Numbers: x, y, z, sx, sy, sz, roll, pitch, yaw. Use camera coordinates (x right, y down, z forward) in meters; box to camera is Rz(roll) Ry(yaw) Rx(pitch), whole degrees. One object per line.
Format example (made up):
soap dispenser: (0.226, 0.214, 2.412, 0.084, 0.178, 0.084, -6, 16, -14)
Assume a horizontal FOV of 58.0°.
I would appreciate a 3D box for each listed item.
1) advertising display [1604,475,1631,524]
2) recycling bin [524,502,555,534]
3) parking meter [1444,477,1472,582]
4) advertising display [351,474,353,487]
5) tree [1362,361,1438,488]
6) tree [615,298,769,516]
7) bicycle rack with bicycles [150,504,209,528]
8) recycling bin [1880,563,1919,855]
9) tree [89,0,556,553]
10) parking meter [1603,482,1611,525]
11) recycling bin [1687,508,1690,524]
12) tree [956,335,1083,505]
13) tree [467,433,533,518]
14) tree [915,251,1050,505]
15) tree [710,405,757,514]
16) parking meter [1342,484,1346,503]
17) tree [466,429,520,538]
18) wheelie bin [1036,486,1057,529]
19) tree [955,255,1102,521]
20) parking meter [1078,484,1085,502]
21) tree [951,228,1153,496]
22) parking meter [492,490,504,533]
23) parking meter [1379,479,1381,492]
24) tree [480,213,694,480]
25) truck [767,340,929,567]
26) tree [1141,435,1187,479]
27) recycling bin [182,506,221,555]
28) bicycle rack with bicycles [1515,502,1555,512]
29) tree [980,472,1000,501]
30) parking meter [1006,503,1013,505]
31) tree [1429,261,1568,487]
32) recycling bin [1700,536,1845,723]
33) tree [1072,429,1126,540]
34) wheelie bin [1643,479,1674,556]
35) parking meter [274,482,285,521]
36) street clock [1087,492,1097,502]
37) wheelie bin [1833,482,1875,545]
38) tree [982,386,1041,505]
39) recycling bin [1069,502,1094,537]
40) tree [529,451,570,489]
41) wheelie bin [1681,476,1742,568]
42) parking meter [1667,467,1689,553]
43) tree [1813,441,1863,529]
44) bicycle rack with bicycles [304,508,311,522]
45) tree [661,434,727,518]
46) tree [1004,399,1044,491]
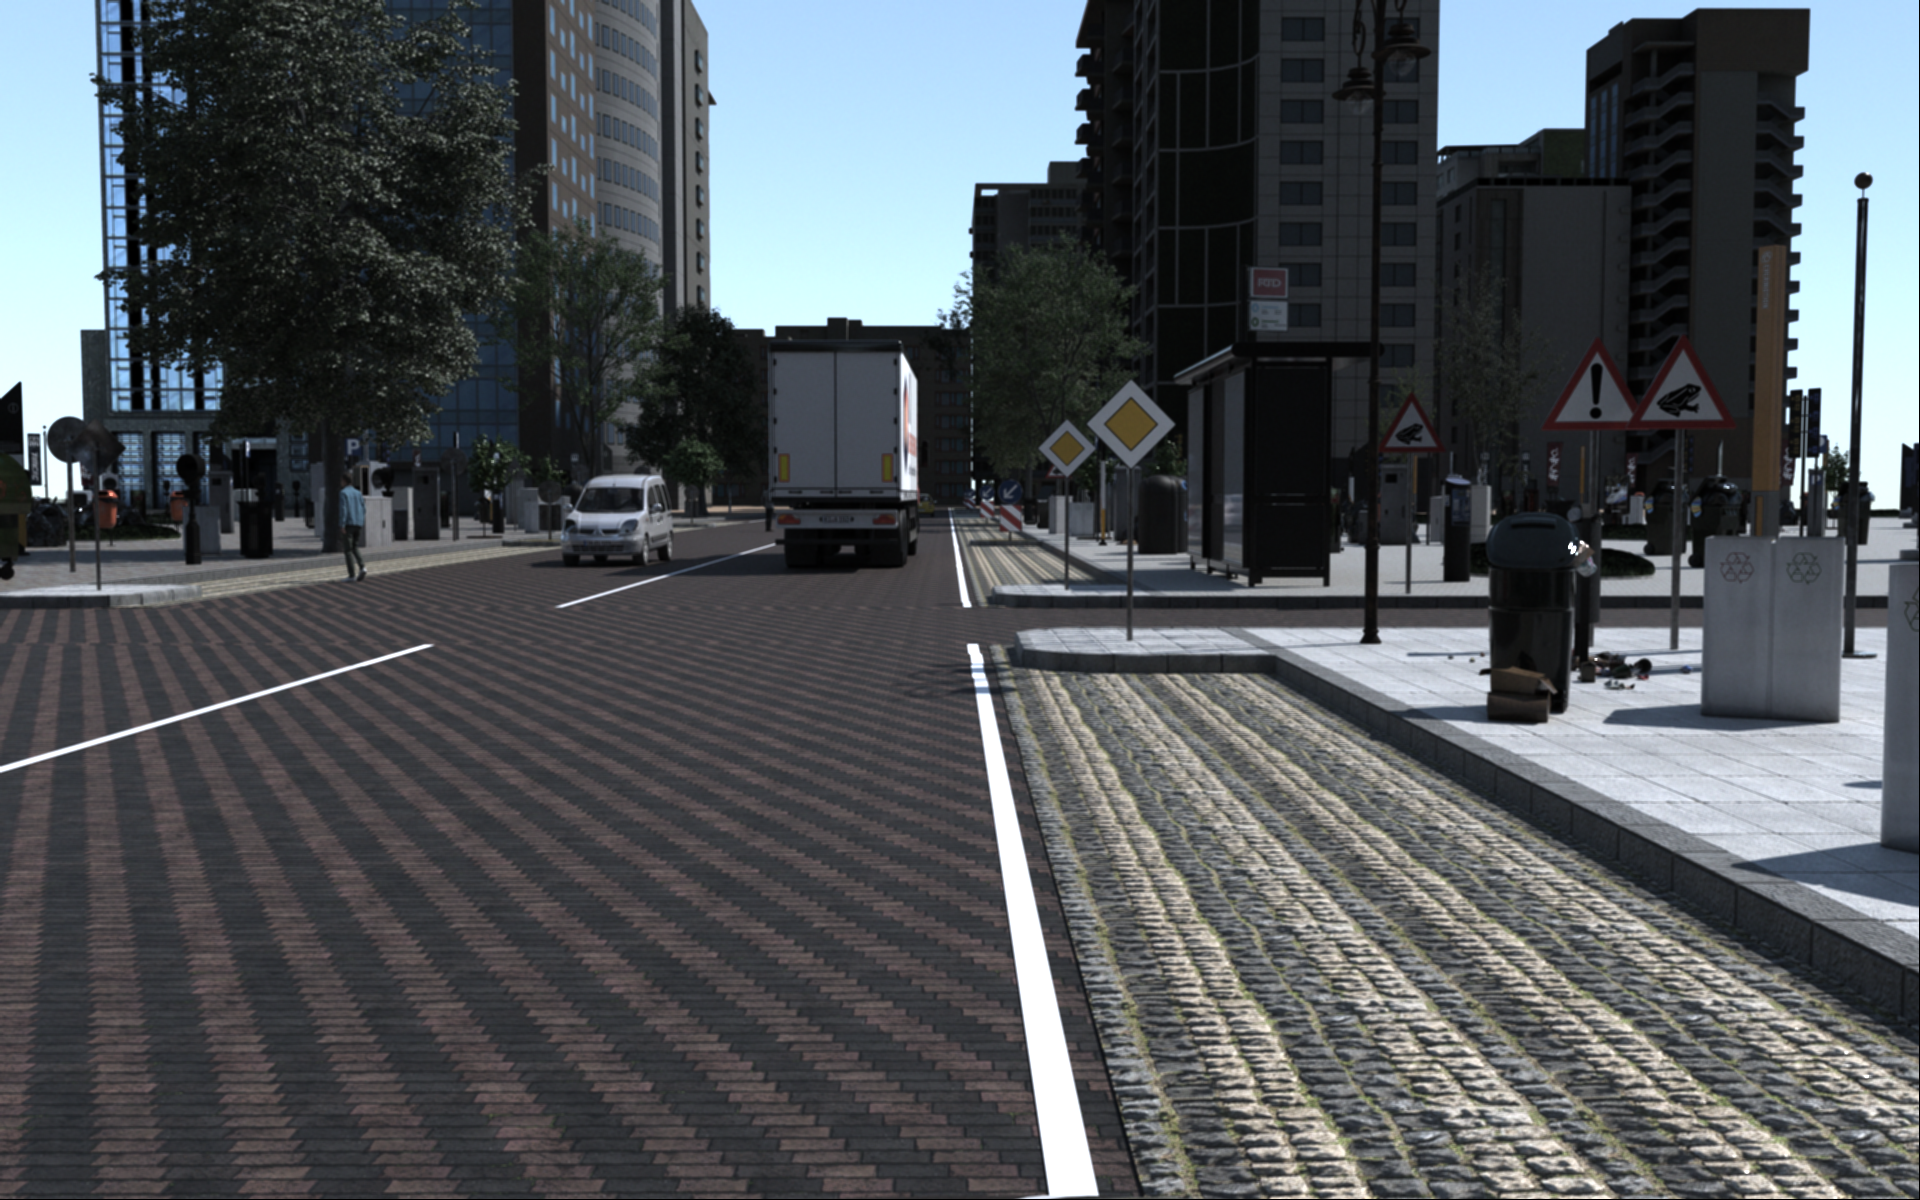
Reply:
advertising display: (21.997, -3.227, 57.977, 0.123, 1.923, 0.974, -2, 4, -28)
recycling bin: (-13.743, -2.697, 56.647, 0.722, 1.027, 0.722, 3, 5, 39)
parking meter: (7.303, -1.040, 25.421, 0.372, 1.533, 0.369, 0, 3, 0)
advertising display: (-17.399, -2.789, 50.820, 0.974, 1.923, 0.123, 1, 4, 19)
tree: (24.549, -8.910, 96.048, 4.737, 8.622, 4.395, 0, 3, 0)
tree: (-15.275, -11.284, 101.509, 9.611, 12.733, 9.660, 0, 3, 0)
bicycle rack with bicycles: (-29.086, -3.190, 65.535, 2.852, 0.926, 2.925, 0, 4, 5)
recycling bin: (3.818, 0.392, 6.140, 0.722, 1.027, 0.722, -2, 4, -28)
tree: (-13.612, -8.000, 37.454, 9.857, 13.997, 8.962, 0, 3, 0)
parking meter: (26.435, -3.971, 70.635, 0.255, 1.863, 0.399, 0, 4, 4)
recycling bin: (22.453, -2.427, 52.240, 0.722, 1.027, 0.722, 0, 4, -6)
tree: (3.352, -9.719, 93.313, 7.601, 10.594, 8.767, 0, 4, -2)
tree: (-24.760, -6.688, 93.059, 4.285, 4.588, 4.351, 0, 3, 0)
tree: (2.547, -17.261, 138.102, 12.611, 20.169, 13.585, 0, 3, 0)
tree: (-15.108, -9.978, 113.508, 4.737, 8.622, 4.395, 0, 3, 0)
parking meter: (20.142, -5.167, 90.188, 0.399, 1.863, 0.255, -1, 4, -14)
tree: (-13.934, -3.415, 50.437, 1.663, 3.219, 1.824, 0, 3, 0)
wheelie bin: (3.261, -3.443, 64.197, 0.693, 1.594, 0.980, -3, 5, -42)
tree: (3.480, -10.035, 82.194, 7.486, 12.596, 7.792, 0, 3, 0)
parking meter: (5.438, -4.383, 77.369, 0.255, 1.863, 0.399, 0, 4, -3)
tree: (3.809, -8.782, 69.343, 9.928, 11.665, 9.643, 0, 3, 0)
parking meter: (-15.098, -2.948, 56.608, 0.372, 1.533, 0.369, 0, 3, 0)
parking meter: (14.833, -3.353, 60.538, 0.255, 1.863, 0.399, -1, 4, -15)
tree: (-14.181, -8.561, 65.721, 9.928, 11.665, 9.643, 0, 3, 0)
truck: (-2.215, -2.951, 37.171, 2.839, 4.237, 11.283, 0, 4, 1)
tree: (6.493, -3.716, 55.362, 1.663, 3.219, 1.824, 0, 3, 0)
recycling bin: (-16.083, -1.479, 36.730, 0.722, 1.027, 0.722, -2, 4, -24)
bicycle rack with bicycles: (31.430, -4.995, 95.047, 2.852, 0.926, 2.925, -2, 4, -31)
tree: (2.407, -9.527, 150.365, 1.663, 3.219, 1.824, 0, 3, 0)
parking meter: (2.503, -4.877, 88.154, 0.372, 1.533, 0.369, 0, 3, 0)
tree: (16.556, -6.371, 54.528, 4.360, 8.622, 3.978, 0, 3, 0)
recycling bin: (4.759, 0.148, 10.133, 0.722, 1.027, 0.722, 2, 4, 27)
tree: (3.725, -3.338, 49.176, 1.663, 3.219, 1.824, 0, 3, 0)
wheelie bin: (14.832, -1.738, 36.329, 0.980, 1.594, 0.693, -2, 4, -29)
parking meter: (-32.053, -4.641, 81.599, 0.399, 1.863, 0.255, 0, 4, 2)
street clock: (4.299, -3.167, 56.350, 0.358, 2.002, 0.471, -3, 4, -37)
wheelie bin: (22.735, -2.207, 43.999, 0.980, 1.594, 0.693, 0, 4, 4)
tree: (3.384, -9.691, 108.809, 4.737, 8.622, 4.395, 0, 3, 0)
recycling bin: (3.659, -2.443, 52.502, 0.722, 1.027, 0.722, -1, 4, -8)
tree: (-18.297, -5.037, 76.961, 1.663, 3.219, 1.824, 0, 3, 0)
wheelie bin: (13.206, -1.367, 30.259, 0.980, 1.594, 0.693, -2, 4, -35)
parking meter: (15.527, -1.944, 37.491, 0.255, 1.863, 0.399, -2, 4, -30)
tree: (32.187, -4.211, 63.445, 1.663, 3.219, 1.824, 0, 3, 0)
bicycle rack with bicycles: (-29.222, -4.093, 80.308, 2.852, 0.926, 2.925, -2, 4, -28)
tree: (-14.140, -6.654, 92.514, 4.285, 4.588, 4.351, 0, 3, 0)
tree: (4.186, -10.458, 121.358, 4.360, 8.622, 3.978, 0, 3, 0)
